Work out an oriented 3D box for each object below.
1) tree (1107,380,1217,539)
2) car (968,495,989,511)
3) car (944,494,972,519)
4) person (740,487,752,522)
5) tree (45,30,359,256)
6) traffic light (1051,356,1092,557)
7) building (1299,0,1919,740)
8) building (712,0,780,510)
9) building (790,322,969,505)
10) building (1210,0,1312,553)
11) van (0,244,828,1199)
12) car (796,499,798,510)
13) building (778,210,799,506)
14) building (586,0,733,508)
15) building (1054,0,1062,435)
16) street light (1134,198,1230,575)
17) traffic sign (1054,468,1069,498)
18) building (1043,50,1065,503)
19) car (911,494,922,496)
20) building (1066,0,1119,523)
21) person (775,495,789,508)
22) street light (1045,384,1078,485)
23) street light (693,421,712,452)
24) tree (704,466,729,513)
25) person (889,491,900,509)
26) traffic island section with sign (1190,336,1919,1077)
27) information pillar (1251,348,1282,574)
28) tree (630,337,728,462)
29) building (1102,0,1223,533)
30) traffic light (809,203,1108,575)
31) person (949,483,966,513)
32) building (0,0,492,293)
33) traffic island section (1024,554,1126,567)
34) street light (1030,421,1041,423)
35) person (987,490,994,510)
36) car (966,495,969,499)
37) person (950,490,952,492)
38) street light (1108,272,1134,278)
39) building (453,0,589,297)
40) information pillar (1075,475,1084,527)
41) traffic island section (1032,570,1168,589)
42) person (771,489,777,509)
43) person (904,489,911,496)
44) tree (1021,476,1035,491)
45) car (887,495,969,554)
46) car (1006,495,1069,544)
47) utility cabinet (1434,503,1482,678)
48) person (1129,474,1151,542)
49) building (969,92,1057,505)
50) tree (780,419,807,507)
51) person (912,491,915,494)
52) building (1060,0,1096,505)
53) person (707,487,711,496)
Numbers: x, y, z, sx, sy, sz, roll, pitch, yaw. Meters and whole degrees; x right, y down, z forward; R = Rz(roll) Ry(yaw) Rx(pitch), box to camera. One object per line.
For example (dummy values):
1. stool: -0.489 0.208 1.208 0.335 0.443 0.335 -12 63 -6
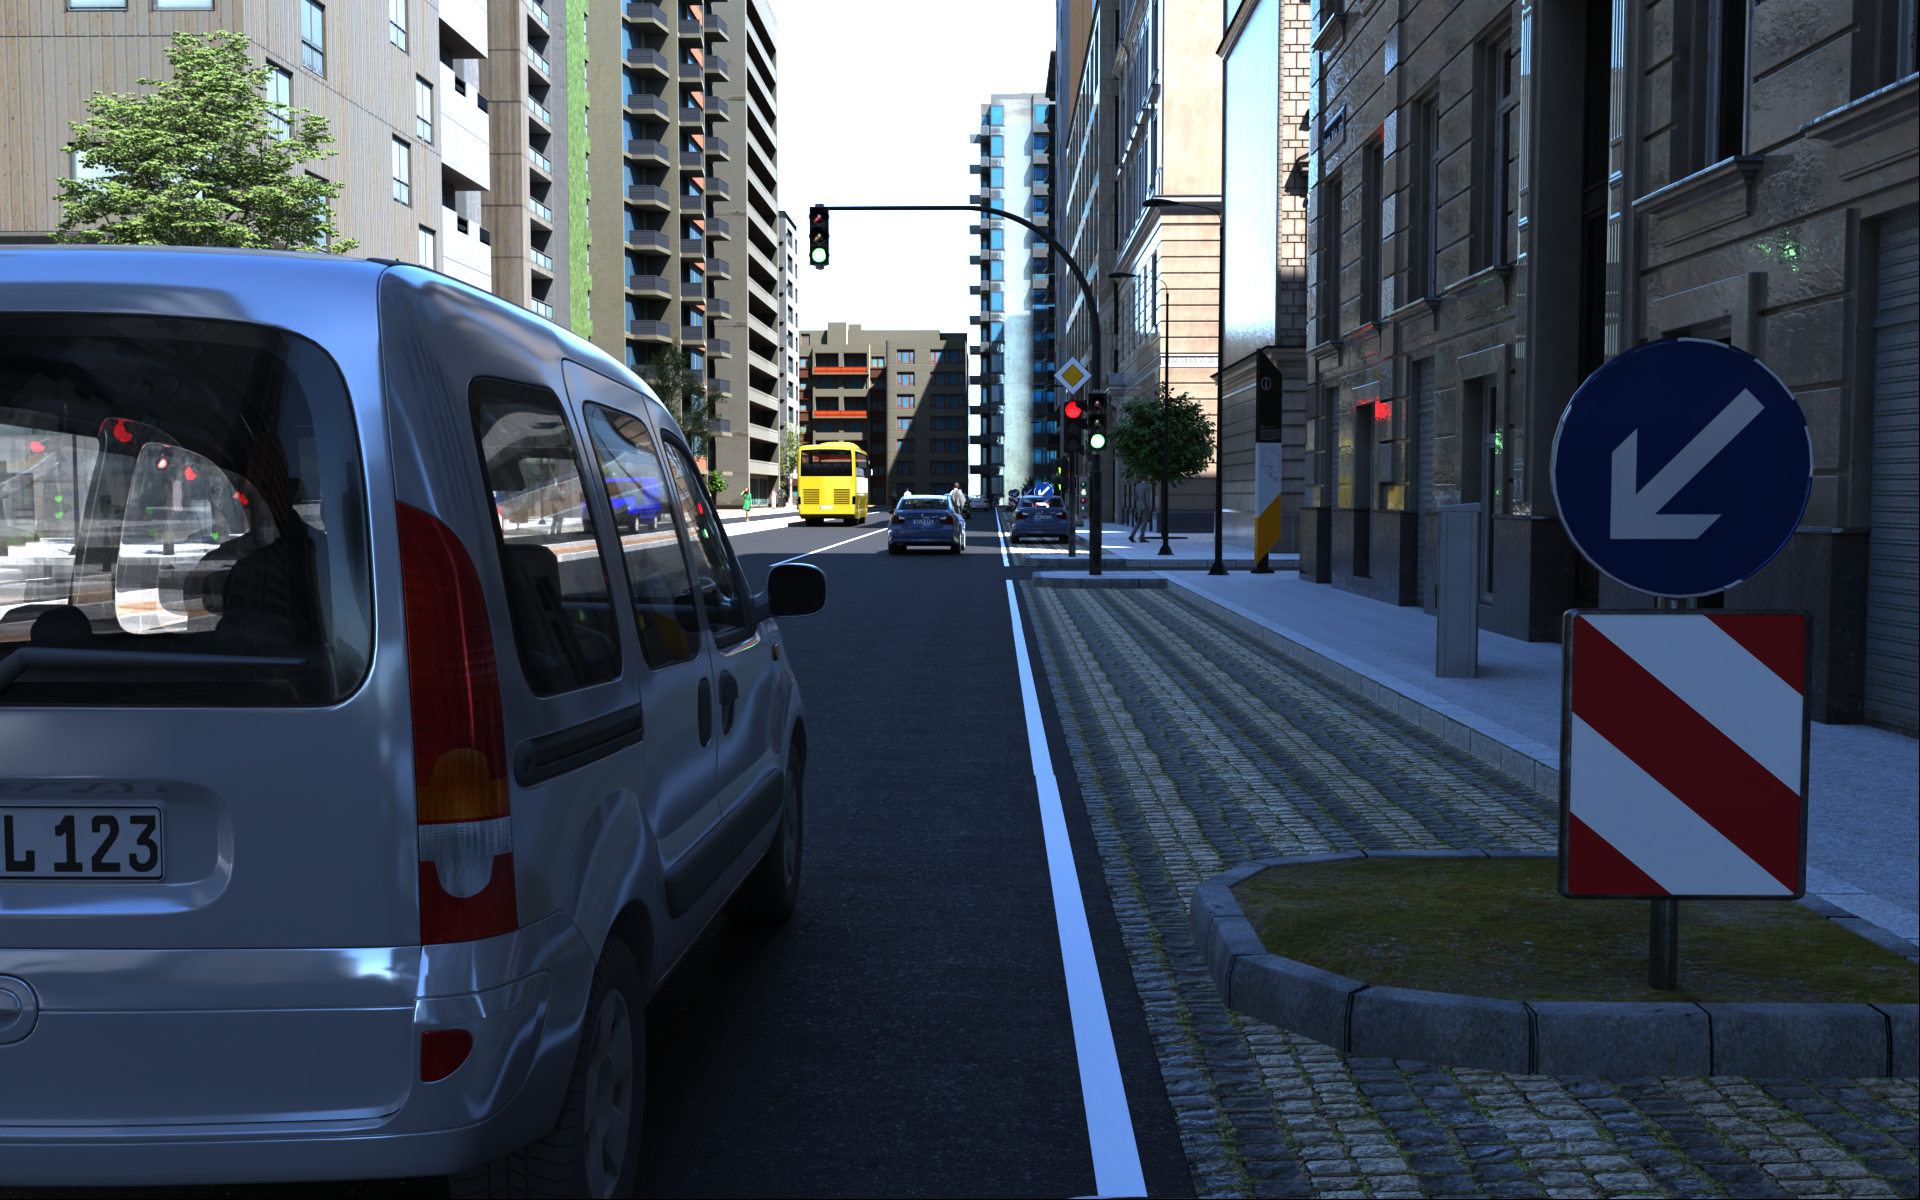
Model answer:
1. tree: 5.872 -4.061 50.113 4.285 4.588 4.351 0 3 0
2. car: 1.442 -8.117 145.081 2.083 1.381 4.827 0 4 0
3. car: -0.287 -5.690 101.834 1.959 1.807 4.718 0 4 0
4. person: -10.890 -4.886 88.625 0.600 1.795 0.529 1 4 15
5. tree: -18.545 -7.614 42.612 7.486 12.596 7.792 0 3 0
6. traffic light: 2.278 -2.843 35.401 0.839 4.253 0.868 0 4 1
7. building: 10.540 -13.206 13.188 12.463 27.353 25.104 0 4 1
8. building: -27.739 -32.249 150.979 21.300 48.544 21.600 0 4 1
9. building: -13.554 -22.254 208.893 28.899 21.520 27.650 0 4 1
10. building: 15.841 -10.810 41.370 19.286 19.102 10.561 0 4 1
11. van: -1.415 0.148 4.587 2.013 2.044 4.112 0 4 2
12. car: -13.891 -8.879 157.748 1.945 1.354 3.894 0 4 1
13. building: -23.899 -24.871 178.338 14.107 30.474 14.160 0 4 1
14. building: -28.815 -28.826 125.924 22.147 44.769 28.867 0 4 1
15. building: 21.663 -33.810 142.035 28.713 52.752 27.495 0 4 1
16. street light: 3.568 -3.354 27.376 1.470 5.913 1.316 0 4 1
17. traffic sign: 4.922 -5.133 84.023 0.768 2.556 0.104 1 4 10
18. building: 19.424 -31.549 170.455 22.147 44.769 28.867 0 4 1
19. car: -4.262 -9.628 167.644 2.015 1.641 3.980 0 3 0
20. building: 16.049 -17.661 93.267 19.350 26.468 34.151 0 4 1
21. person: -16.186 -9.217 157.453 1.217 1.735 0.721 -1 4 -11
22. street light: 4.426 -6.171 73.442 1.470 5.913 1.316 0 4 1
23. street light: -16.409 -8.424 110.280 1.470 5.913 1.316 0 4 1
24. tree: -16.808 -7.634 119.413 1.663 3.219 1.824 0 3 0
25. person: -6.460 -9.863 170.496 1.217 1.736 0.721 1 4 10
26. traffic island section with sign: 1.740 0.211 5.177 1.989 1.847 2.006 0 4 1
27. information pillar: 4.978 -2.242 28.019 0.504 3.616 0.183 -2 4 -29
28. tree: -17.676 -10.293 102.705 7.601 10.594 8.767 1 4 13
29. building: 12.867 -17.108 65.616 13.634 28.700 20.117 0 4 1
30. traffic light: 0.032 -3.220 27.316 4.771 5.953 1.251 0 4 1
31. person: -0.097 -3.218 61.215 0.679 1.850 0.850 2 4 28
32. building: -33.140 -28.841 60.784 28.713 52.752 27.495 0 4 1
33. traffic island section: 2.318 -0.809 35.514 2.009 0.180 2.903 0 4 1
34. street light: 5.189 -8.438 110.505 1.470 5.913 1.316 0 4 1
35. person: 2.628 -8.859 153.787 0.683 1.767 0.568 -1 4 -14
36. car: 0.253 -9.873 174.003 1.945 1.354 3.894 0 4 2
37. person: -0.713 -7.065 124.717 0.721 1.736 1.217 -1 4 -16
38. street light: 3.795 -3.904 36.375 1.470 5.913 1.316 0 4 1
39. building: -27.742 -24.843 89.774 14.154 41.232 14.086 0 4 1
40. information pillar: 4.692 -3.900 68.253 0.304 2.012 0.304 -1 4 -12
41. traffic island section: 2.165 -0.321 27.530 2.009 0.180 2.903 0 4 1
42. person: -16.091 -8.752 149.804 0.551 1.740 0.621 2 4 25
43. person: -3.902 -7.332 128.244 0.709 1.838 0.599 -1 4 -14
44. tree: 7.062 -10.923 173.190 1.663 3.219 1.824 0 3 0
45. car: -0.794 -1.874 42.644 2.014 1.417 4.499 0 4 2
46. car: 2.359 -2.391 51.099 2.014 1.417 4.499 0 4 1
47. utility cabinet: 3.592 -0.084 12.536 0.306 1.237 1.020 1 4 15
48. person: 4.881 -2.441 46.082 0.853 1.813 0.709 -3 5 -40
49. building: 16.378 -35.883 206.289 30.456 49.044 23.786 0 4 1
50. tree: -16.654 -13.360 168.798 4.737 8.622 4.395 0 3 0
51. person: -5.038 -10.882 186.434 1.348 1.822 0.705 0 4 0
52. building: 14.266 -28.837 121.591 14.600 45.320 14.200 0 4 1
53. person: -12.126 -4.538 83.279 0.593 1.750 0.643 1 4 18
